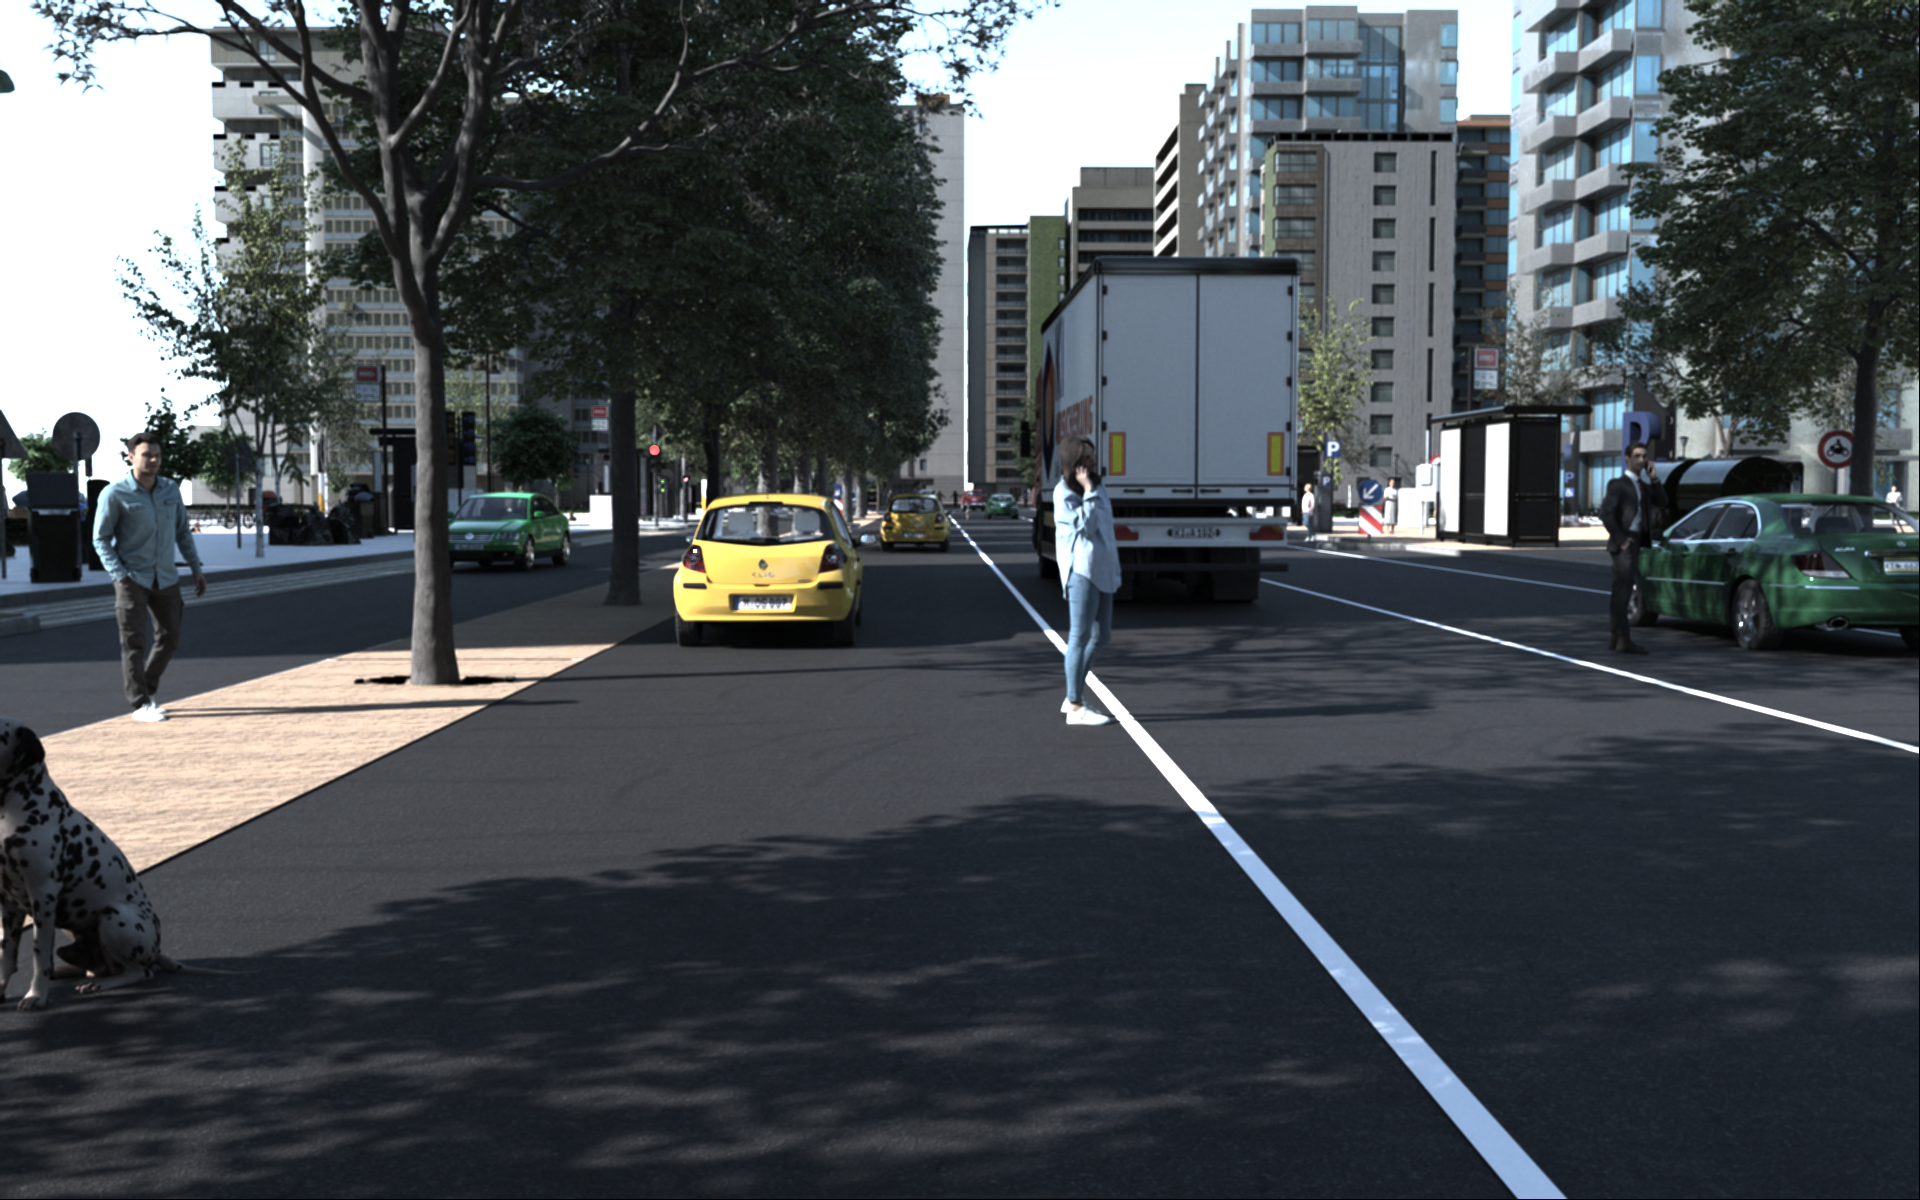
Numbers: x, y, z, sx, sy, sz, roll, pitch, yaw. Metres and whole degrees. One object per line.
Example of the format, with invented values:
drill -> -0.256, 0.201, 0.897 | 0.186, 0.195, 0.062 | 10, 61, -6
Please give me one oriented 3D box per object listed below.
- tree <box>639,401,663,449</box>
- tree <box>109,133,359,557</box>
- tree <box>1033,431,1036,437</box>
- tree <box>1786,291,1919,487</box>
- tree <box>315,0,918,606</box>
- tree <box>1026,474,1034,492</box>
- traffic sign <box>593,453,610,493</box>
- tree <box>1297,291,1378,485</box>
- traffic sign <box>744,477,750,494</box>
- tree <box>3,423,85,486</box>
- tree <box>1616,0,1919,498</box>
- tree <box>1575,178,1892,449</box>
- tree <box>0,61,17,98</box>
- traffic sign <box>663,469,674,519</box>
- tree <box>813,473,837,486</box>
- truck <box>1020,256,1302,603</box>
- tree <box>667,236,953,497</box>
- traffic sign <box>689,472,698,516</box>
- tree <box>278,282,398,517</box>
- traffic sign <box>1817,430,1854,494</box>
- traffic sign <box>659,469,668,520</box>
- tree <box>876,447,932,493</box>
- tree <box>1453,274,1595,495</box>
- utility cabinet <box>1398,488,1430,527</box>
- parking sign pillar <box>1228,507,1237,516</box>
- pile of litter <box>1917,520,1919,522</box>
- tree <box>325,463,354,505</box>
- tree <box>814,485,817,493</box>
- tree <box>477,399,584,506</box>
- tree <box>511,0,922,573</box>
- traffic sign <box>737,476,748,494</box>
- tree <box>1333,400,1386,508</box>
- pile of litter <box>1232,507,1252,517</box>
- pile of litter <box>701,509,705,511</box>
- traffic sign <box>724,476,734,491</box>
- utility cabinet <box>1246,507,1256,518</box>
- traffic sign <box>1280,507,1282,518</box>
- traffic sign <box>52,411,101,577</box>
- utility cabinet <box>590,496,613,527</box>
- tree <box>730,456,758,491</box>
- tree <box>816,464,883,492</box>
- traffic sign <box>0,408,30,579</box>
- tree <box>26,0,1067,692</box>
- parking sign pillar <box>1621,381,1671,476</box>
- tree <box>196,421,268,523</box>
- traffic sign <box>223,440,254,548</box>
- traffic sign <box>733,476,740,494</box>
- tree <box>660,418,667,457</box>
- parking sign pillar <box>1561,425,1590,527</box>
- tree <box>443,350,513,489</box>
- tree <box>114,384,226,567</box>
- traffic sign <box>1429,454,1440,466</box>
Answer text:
tree -> -20.775, -10.593, 123.564 | 4.360, 8.622, 3.978 | 0, 3, 0
tree -> -14.450, -5.178, 35.015 | 4.737, 8.622, 4.395 | 0, 3, 0
tree -> 10.507, -14.138, 156.903 | 9.928, 11.665, 9.643 | 0, 3, 0
tree -> 30.805, -6.671, 59.439 | 4.360, 8.622, 3.978 | 0, 3, 0
tree -> -4.434, -6.224, 22.345 | 7.486, 12.596, 7.792 | 0, 3, 0
tree -> 9.694, -14.390, 218.982 | 4.285, 4.588, 4.351 | 0, 3, 0
traffic sign -> -17.219, -5.675, 86.667 | 2.265, 3.308, 0.079 | 0, 4, 3
tree -> 13.084, -6.829, 62.023 | 4.737, 8.622, 4.395 | 0, 3, 0
traffic sign -> -15.236, -7.479, 122.383 | 0.768, 2.556, 0.104 | 1, 4, 8
tree -> -42.433, -5.903, 80.236 | 4.285, 4.588, 4.351 | 0, 3, 0
tree -> 14.097, -6.591, 25.894 | 7.486, 12.596, 7.792 | 0, 3, 0
tree -> 22.849, -7.177, 51.758 | 8.767, 10.594, 7.601 | 1, 4, 14
tree -> -4.143, -5.648, 1.463 | 9.857, 13.997, 8.962 | 0, 3, 0
traffic sign -> -14.903, -5.368, 87.873 | 0.768, 2.556, 0.104 | 0, 4, 2
tree -> -17.144, -14.351, 218.359 | 4.285, 4.588, 4.351 | 0, 3, 0
truck -> 2.622, -2.274, 26.088 | 2.839, 4.237, 11.283 | 0, 4, -2
tree -> -5.037, -8.783, 63.073 | 9.611, 12.733, 9.660 | 0, 3, 0
traffic sign -> -15.918, -6.250, 102.197 | 0.884, 2.594, 0.081 | 0, 4, 2
tree -> -22.144, -6.775, 61.139 | 4.360, 8.622, 3.978 | 0, 3, 0
traffic sign -> 17.447, -2.104, 34.502 | 0.768, 2.556, 0.104 | 0, 4, 8
traffic sign -> -14.960, -5.289, 86.586 | 0.768, 2.556, 0.104 | 0, 4, 3
tree -> -6.337, -12.161, 135.694 | 8.767, 10.594, 7.601 | 0, 4, -1
tree -> 19.167, -6.618, 58.572 | 4.360, 8.622, 3.978 | 0, 3, 0
utility cabinet -> 17.670, -3.595, 67.458 | 1.173, 1.500, 0.318 | 3, 5, 42
parking sign pillar -> 12.870, -5.633, 80.571 | 1.447, 3.967, 1.447 | 0, 4, -6
pile of litter -> 43.221, -3.863, 77.128 | 1.176, 0.858, 1.719 | -1, 4, -9
tree -> -34.802, -6.219, 96.290 | 1.663, 3.219, 1.824 | 0, 3, 0
tree -> -16.364, -12.607, 200.726 | 1.663, 3.219, 1.824 | 0, 3, 0
tree -> -13.997, -4.440, 56.314 | 4.285, 4.588, 4.351 | 0, 3, 0
tree -> -4.431, -6.297, 31.165 | 9.928, 11.665, 9.643 | 0, 3, 0
traffic sign -> -15.306, -7.449, 121.889 | 0.768, 2.556, 0.104 | 0, 4, 1
tree -> 29.903, -11.106, 131.950 | 4.360, 8.622, 3.978 | 0, 3, 0
pile of litter -> 12.639, -3.971, 78.885 | 1.719, 0.858, 1.176 | 0, 4, 5
pile of litter -> -18.929, -7.144, 130.761 | 1.176, 0.858, 1.719 | -1, 4, -17
traffic sign -> -16.237, -7.413, 121.206 | 0.884, 2.594, 0.081 | 0, 4, 6
utility cabinet -> 13.908, -4.629, 84.367 | 0.318, 1.500, 1.173 | -2, 4, -35
traffic sign -> 12.575, -4.147, 67.804 | 0.884, 2.594, 0.081 | 1, 4, 8
traffic sign -> -13.614, -1.626, 26.694 | 0.768, 2.556, 0.104 | 0, 4, 2
utility cabinet -> -13.906, -3.445, 67.483 | 1.020, 1.237, 0.306 | 1, 4, 22
tree -> -15.735, -9.001, 130.885 | 4.285, 4.588, 4.351 | 0, 3, 0
tree -> -5.561, -8.155, 86.147 | 4.360, 8.622, 3.978 | 0, 3, 0
traffic sign -> -14.515, -1.604, 26.225 | 0.884, 2.594, 0.081 | 0, 4, 4
tree -> -3.923, -6.096, 12.494 | 12.009, 13.543, 11.850 | 0, 3, 0
parking sign pillar -> 16.057, -3.187, 40.581 | 1.447, 3.967, 1.447 | -1, 4, -12
tree -> -32.759, -5.735, 77.481 | 4.285, 4.588, 4.351 | 0, 3, 0
traffic sign -> -17.089, -2.501, 40.995 | 0.768, 2.556, 0.104 | 0, 4, 6
traffic sign -> -15.709, -7.544, 123.344 | 0.884, 2.594, 0.081 | 0, 3, 0
tree -> -15.981, -12.106, 114.948 | 9.611, 12.733, 9.660 | 0, 3, 0
parking sign pillar -> 23.732, -4.816, 67.208 | 1.447, 3.967, 1.447 | 2, 4, 26
tree -> -23.998, -8.220, 84.759 | 4.737, 8.622, 4.395 | 0, 3, 0
tree -> -14.213, -2.215, 30.820 | 1.663, 3.219, 1.824 | 0, 3, 0
traffic sign -> 15.182, -3.345, 54.805 | 0.768, 2.556, 0.104 | 0, 4, 6
